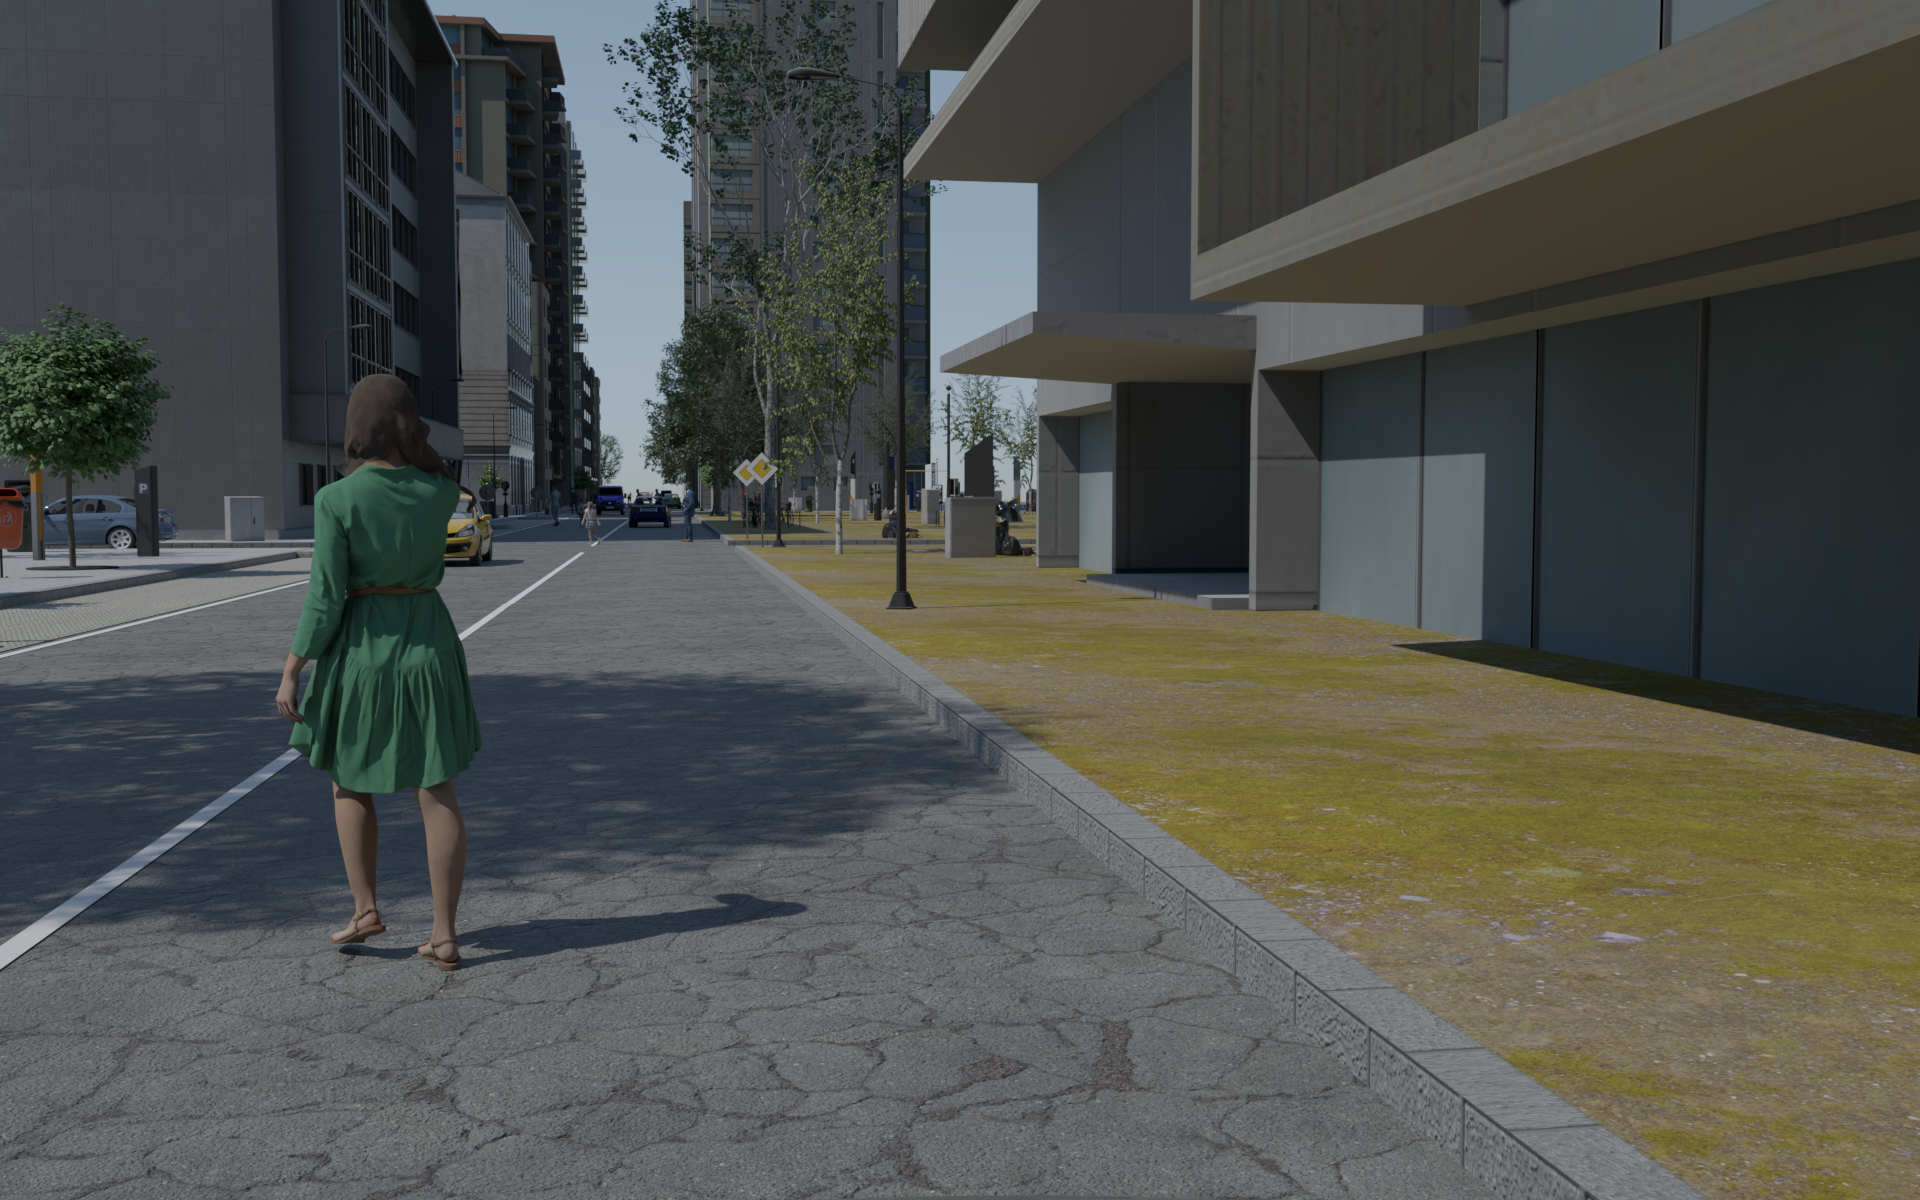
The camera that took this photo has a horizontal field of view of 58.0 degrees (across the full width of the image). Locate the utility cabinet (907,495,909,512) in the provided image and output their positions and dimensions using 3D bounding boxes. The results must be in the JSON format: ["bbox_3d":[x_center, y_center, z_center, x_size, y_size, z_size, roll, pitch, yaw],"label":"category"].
[{"bbox_3d":[-3.776,-6.849,123.149,0.306,1.237,1.020,0,4,-6],"label":"utility cabinet"}]

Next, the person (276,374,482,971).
[{"bbox_3d":[-1.742,0.211,5.297,0.529,1.795,0.600,3,5,40],"label":"person"}]

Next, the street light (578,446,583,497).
[{"bbox_3d":[-37.208,-11.948,167.885,1.470,5.913,1.316,-1,4,-10],"label":"street light"}]

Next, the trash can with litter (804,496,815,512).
[{"bbox_3d":[-10.582,-6.740,121.584,0.624,1.170,1.055,1,4,10],"label":"trash can with litter"}]

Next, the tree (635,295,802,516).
[{"bbox_3d":[-13.999,-11.205,100.202,9.611,12.733,9.660,0,3,0],"label":"tree"}]

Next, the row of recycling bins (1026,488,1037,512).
[{"bbox_3d":[5.864,-7.234,125.389,1.069,1.692,3.534,-2,4,-26],"label":"row of recycling bins"}]

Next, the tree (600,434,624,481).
[{"bbox_3d":[-57.687,-21.573,278.467,9.928,11.665,9.643,0,3,0],"label":"tree"}]

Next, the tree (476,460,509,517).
[{"bbox_3d":[-26.889,-6.377,98.872,1.663,3.219,1.824,0,3,0],"label":"tree"}]

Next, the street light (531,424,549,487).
[{"bbox_3d":[-28.124,-8.674,114.360,1.470,5.913,1.316,-1,4,-10],"label":"street light"}]

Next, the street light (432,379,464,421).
[{"bbox_3d":[-20.620,-5.943,69.702,1.470,5.913,1.316,-1,4,-10],"label":"street light"}]

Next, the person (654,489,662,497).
[{"bbox_3d":[-20.015,-6.481,114.816,0.623,1.781,0.721,0,4,5],"label":"person"}]

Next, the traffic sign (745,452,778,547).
[{"bbox_3d":[-4.754,-2.321,41.590,0.795,2.450,0.064,-1,4,-10],"label":"traffic sign"}]

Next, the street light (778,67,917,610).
[{"bbox_3d":[-1.190,-2.849,19.127,1.470,5.913,1.316,-1,4,-10],"label":"street light"}]

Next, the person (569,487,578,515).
[{"bbox_3d":[-26.838,-6.878,120.312,0.648,1.900,0.474,0,4,1],"label":"person"}]

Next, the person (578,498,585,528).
[{"bbox_3d":[-16.007,-3.679,73.342,0.352,1.250,0.332,0,4,8],"label":"person"}]

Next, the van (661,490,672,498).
[{"bbox_3d":[-46.031,-16.327,271.324,2.240,2.365,5.245,-1,4,-10],"label":"van"}]

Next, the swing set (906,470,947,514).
[{"bbox_3d":[-2.344,-7.162,114.714,3.119,2.851,2.862,0,4,-5],"label":"swing set"}]

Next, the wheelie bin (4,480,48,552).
[{"bbox_3d":[-20.737,-1.862,38.346,0.980,1.594,0.693,-2,4,-27],"label":"wheelie bin"}]

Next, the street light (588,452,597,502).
[{"bbox_3d":[-40.898,-13.307,190.115,1.470,5.913,1.316,-1,4,-10],"label":"street light"}]

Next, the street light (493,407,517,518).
[{"bbox_3d":[-24.226,-7.316,92.165,1.470,5.913,1.316,-1,4,-10],"label":"street light"}]

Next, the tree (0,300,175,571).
[{"bbox_3d":[-15.175,-2.809,29.642,4.285,4.588,4.351,0,3,0],"label":"tree"}]

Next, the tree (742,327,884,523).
[{"bbox_3d":[-6.397,-7.644,75.348,4.360,8.622,3.978,0,3,0],"label":"tree"}]

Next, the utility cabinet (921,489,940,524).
[{"bbox_3d":[-1.241,-3.973,73.644,0.318,1.500,1.173,2,4,26],"label":"utility cabinet"}]

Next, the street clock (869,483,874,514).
[{"bbox_3d":[-5.810,-6.681,113.803,0.358,2.002,0.471,1,4,13],"label":"street clock"}]

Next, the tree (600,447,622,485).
[{"bbox_3d":[-54.542,-19.377,267.171,4.737,8.622,4.395,0,3,0],"label":"tree"}]

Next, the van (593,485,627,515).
[{"bbox_3d":[-24.156,-7.055,119.738,2.240,2.365,5.245,-1,4,-10],"label":"van"}]

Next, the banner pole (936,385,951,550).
[{"bbox_3d":[-0.272,-3.065,40.135,0.401,3.779,0.863,0,4,-3],"label":"banner pole"}]

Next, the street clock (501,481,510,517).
[{"bbox_3d":[-25.289,-5.614,96.363,0.471,2.002,0.358,3,4,38],"label":"street clock"}]

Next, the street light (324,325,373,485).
[{"bbox_3d":[-16.782,-4.584,47.497,1.470,5.913,1.316,-1,4,-10],"label":"street light"}]

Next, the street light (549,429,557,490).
[{"bbox_3d":[-29.598,-9.219,123.272,1.470,5.913,1.316,-1,4,-10],"label":"street light"}]

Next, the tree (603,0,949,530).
[{"bbox_3d":[-5.560,-12.644,62.624,12.611,20.169,13.585,0,3,0],"label":"tree"}]

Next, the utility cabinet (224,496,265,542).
[{"bbox_3d":[-19.437,-2.197,47.078,0.306,1.237,1.020,2,4,34],"label":"utility cabinet"}]

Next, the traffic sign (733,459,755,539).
[{"bbox_3d":[-6.087,-2.803,49.464,0.795,2.450,0.064,-1,4,-10],"label":"traffic sign"}]

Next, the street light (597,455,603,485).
[{"bbox_3d":[-43.377,-14.216,204.977,1.470,5.913,1.316,-1,4,-10],"label":"street light"}]

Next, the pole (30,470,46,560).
[{"bbox_3d":[-17.848,-2.424,33.469,0.158,3.312,0.155,0,3,0],"label":"pole"}]

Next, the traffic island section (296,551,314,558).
[{"bbox_3d":[-14.042,-1.090,40.106,2.009,0.180,2.903,-1,4,-10],"label":"traffic island section"}]

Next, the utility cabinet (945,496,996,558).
[{"bbox_3d":[0.209,-1.457,34.976,1.020,1.237,0.306,-2,4,-25],"label":"utility cabinet"}]

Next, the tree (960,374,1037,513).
[{"bbox_3d":[0.971,-8.441,88.374,4.737,8.622,4.395,0,3,0],"label":"tree"}]

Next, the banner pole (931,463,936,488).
[{"bbox_3d":[-1.760,-8.065,121.882,0.401,3.779,0.863,-3,5,-40],"label":"banner pole"}]

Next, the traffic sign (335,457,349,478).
[{"bbox_3d":[-14.020,-2.227,40.048,0.795,2.450,0.064,-1,4,-10],"label":"traffic sign"}]

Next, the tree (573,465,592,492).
[{"bbox_3d":[-43.349,-13.045,196.991,4.285,4.588,4.351,0,3,0],"label":"tree"}]

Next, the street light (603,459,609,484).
[{"bbox_3d":[-47.197,-15.575,227.185,1.470,5.913,1.316,-1,4,-10],"label":"street light"}]

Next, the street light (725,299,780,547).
[{"bbox_3d":[-4.903,-4.219,41.517,1.470,5.913,1.316,-1,4,-10],"label":"street light"}]

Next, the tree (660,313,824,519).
[{"bbox_3d":[-11.116,-9.444,88.818,8.767,10.594,7.601,-1,4,-9],"label":"tree"}]

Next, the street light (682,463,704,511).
[{"bbox_3d":[-20.165,-9.716,131.391,1.470,5.913,1.316,-1,4,-10],"label":"street light"}]

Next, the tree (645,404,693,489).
[{"bbox_3d":[-32.446,-18.382,207.195,9.857,13.997,8.962,0,3,0],"label":"tree"}]

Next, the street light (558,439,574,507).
[{"bbox_3d":[-33.360,-10.578,145.490,1.470,5.913,1.316,-1,4,-10],"label":"street light"}]

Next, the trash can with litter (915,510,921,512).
[{"bbox_3d":[-2.342,-6.925,124.285,1.678,1.210,2.233,-3,5,-41],"label":"trash can with litter"}]

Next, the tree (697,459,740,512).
[{"bbox_3d":[-17.436,-8.699,125.934,4.285,4.588,4.351,0,3,0],"label":"tree"}]

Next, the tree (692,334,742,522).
[{"bbox_3d":[-10.614,-7.964,80.578,4.360,8.622,3.978,0,3,0],"label":"tree"}]

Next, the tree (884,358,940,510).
[{"bbox_3d":[-3.250,-8.823,94.618,4.360,8.622,3.978,0,3,0],"label":"tree"}]

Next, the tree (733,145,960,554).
[{"bbox_3d":[-2.669,-5.301,37.027,4.737,8.622,4.395,0,3,0],"label":"tree"}]

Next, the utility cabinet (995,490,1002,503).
[{"bbox_3d":[1.816,-5.365,96.403,1.173,1.500,0.318,-3,5,-41],"label":"utility cabinet"}]
